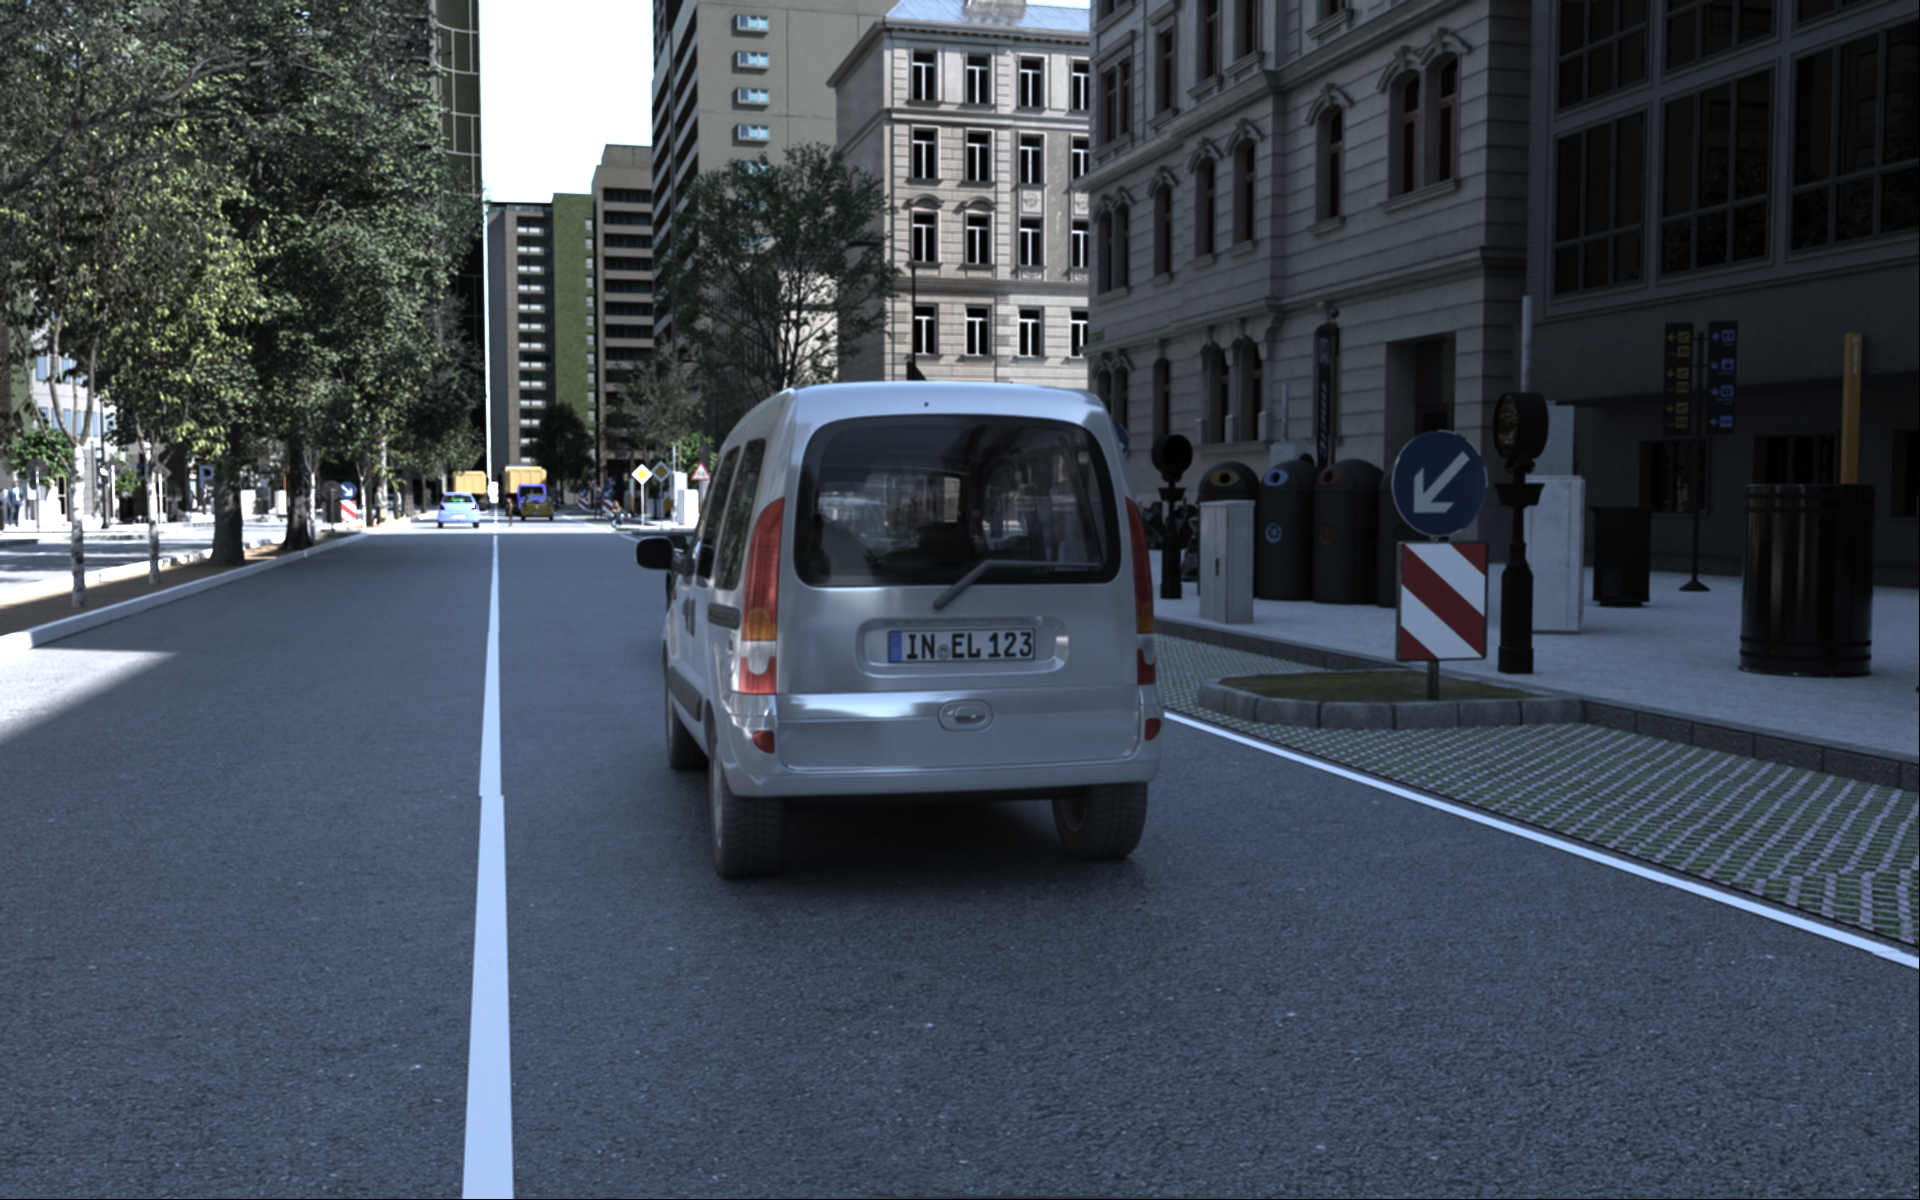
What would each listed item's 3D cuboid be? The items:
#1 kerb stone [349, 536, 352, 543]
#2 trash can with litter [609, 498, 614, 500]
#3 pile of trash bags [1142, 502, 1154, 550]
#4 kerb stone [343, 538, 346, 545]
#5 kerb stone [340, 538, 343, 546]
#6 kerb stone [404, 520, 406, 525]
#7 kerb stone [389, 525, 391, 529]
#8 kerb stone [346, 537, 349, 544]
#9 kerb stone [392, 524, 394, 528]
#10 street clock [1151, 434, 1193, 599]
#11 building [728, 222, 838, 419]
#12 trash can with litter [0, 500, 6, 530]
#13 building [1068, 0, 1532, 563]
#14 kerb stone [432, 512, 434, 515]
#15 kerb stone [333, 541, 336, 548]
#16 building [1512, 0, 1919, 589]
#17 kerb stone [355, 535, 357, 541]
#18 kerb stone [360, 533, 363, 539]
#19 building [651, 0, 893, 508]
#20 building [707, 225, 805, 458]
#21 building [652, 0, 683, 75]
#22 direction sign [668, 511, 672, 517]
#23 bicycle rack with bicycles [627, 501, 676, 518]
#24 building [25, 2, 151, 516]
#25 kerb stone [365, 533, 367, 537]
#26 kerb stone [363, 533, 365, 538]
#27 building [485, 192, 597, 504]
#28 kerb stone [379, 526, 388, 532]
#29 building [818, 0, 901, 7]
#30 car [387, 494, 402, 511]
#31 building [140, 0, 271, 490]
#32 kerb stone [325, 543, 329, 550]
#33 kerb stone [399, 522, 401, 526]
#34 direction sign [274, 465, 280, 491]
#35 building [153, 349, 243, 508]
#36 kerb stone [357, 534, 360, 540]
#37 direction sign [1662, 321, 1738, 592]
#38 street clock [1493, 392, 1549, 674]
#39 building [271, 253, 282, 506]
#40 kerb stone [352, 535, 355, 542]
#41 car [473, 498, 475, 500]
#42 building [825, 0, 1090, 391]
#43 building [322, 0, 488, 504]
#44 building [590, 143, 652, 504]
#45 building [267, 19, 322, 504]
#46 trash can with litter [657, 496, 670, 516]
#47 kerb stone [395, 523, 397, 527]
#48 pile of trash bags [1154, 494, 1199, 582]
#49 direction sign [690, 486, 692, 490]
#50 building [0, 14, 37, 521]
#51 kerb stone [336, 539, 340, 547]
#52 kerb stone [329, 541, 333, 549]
[{"bbox_3d":[-17.908,-1.731,50.493,0.120,0.150,1.000,-1,4,-15],"label":"kerb stone"},{"bbox_3d":[-23.453,-6.468,117.132,1.055,1.170,0.624,2,4,26],"label":"trash can with litter"},{"bbox_3d":[4.876,-1.863,40.209,1.912,1.369,3.447,-2,4,-32],"label":"pile of trash bags"},{"bbox_3d":[-17.374,-1.610,48.520,0.120,0.150,1.000,-1,4,-15],"label":"kerb stone"},{"bbox_3d":[-17.100,-1.550,47.535,0.120,0.150,1.000,-1,4,-15],"label":"kerb stone"},{"bbox_3d":[-25.731,-3.519,79.743,0.120,0.150,1.000,-1,4,-15],"label":"kerb stone"},{"bbox_3d":[-22.818,-2.854,68.851,0.120,0.150,1.000,-1,4,-15],"label":"kerb stone"},{"bbox_3d":[-17.633,-1.671,49.509,0.120,0.150,1.000,-1,4,-15],"label":"kerb stone"},{"bbox_3d":[-23.344,-2.970,70.827,0.120,0.150,1.000,-1,4,-15],"label":"kerb stone"},{"bbox_3d":[2.587,-1.015,21.172,0.471,2.002,0.358,-2,4,-31],"label":"street clock"},{"bbox_3d":[-9.061,-15.429,116.889,10.561,19.102,19.286,-1,4,-15],"label":"building"},{"bbox_3d":[-34.655,-3.106,62.173,0.624,1.170,1.055,-1,4,-17],"label":"trash can with litter"},{"bbox_3d":[12.658,-15.657,43.382,14.401,28.519,23.554,-1,4,-15],"label":"building"},{"bbox_3d":[-35.016,-5.638,114.404,0.120,0.150,1.000,-1,4,-15],"label":"kerb stone"},{"bbox_3d":[-16.576,-1.426,45.553,0.120,0.150,1.000,-1,4,-15],"label":"kerb stone"},{"bbox_3d":[19.118,-13.864,20.176,14.314,27.812,24.014,-1,4,-15],"label":"building"},{"bbox_3d":[-18.435,-1.846,52.472,0.120,0.150,1.000,-1,4,-15],"label":"kerb stone"},{"bbox_3d":[-18.959,-1.974,54.469,0.120,0.150,1.000,-1,4,-15],"label":"kerb stone"},{"bbox_3d":[-19.885,-33.906,178.071,21.300,48.544,21.600,-1,4,-15],"label":"building"},{"bbox_3d":[-13.698,-17.483,134.994,9.793,20.994,18.267,-1,4,-15],"label":"building"},{"bbox_3d":[-26.113,-46.526,198.947,20.563,71.187,20.611,-1,4,-15],"label":"building"},{"bbox_3d":[-16.586,-6.516,98.528,0.876,3.537,0.379,0,4,-5],"label":"direction sign"},{"bbox_3d":[-17.113,-5.032,95.647,2.852,0.926,2.925,-2,4,-33],"label":"bicycle rack with bicycles"},{"bbox_3d":[-62.923,-34.327,103.238,21.231,58.520,28.212,-1,4,-15],"label":"building"},{"bbox_3d":[-19.501,-2.092,56.450,0.120,0.150,1.000,-1,4,-15],"label":"kerb stone"},{"bbox_3d":[-19.235,-2.029,55.460,0.120,0.150,1.000,-1,4,-15],"label":"kerb stone"},{"bbox_3d":[-57.048,-33.769,235.713,14.086,41.232,14.154,-1,4,-15],"label":"building"},{"bbox_3d":[-22.287,-2.733,66.872,0.120,0.150,1.000,-1,4,-15],"label":"kerb stone"},{"bbox_3d":[-14.137,-32.635,157.288,21.300,48.544,21.600,-1,4,-15],"label":"building"},{"bbox_3d":[-42.907,-7.228,130.185,2.014,1.417,4.499,-1,4,-15],"label":"car"},{"bbox_3d":[-80.069,-33.301,168.174,21.300,48.544,21.600,-1,4,-15],"label":"building"},{"bbox_3d":[-16.043,-1.307,43.563,0.120,0.150,1.000,-1,4,-15],"label":"kerb stone"},{"bbox_3d":[-24.671,-3.278,75.783,0.120,0.150,1.000,-1,4,-15],"label":"kerb stone"},{"bbox_3d":[-52.503,-8.664,133.653,0.876,3.537,0.379,1,4,20],"label":"direction sign"},{"bbox_3d":[-76.469,-18.249,143.409,27.650,21.520,28.899,-1,4,-15],"label":"building"},{"bbox_3d":[-18.699,-1.913,53.473,0.120,0.150,1.000,-1,4,-15],"label":"kerb stone"},{"bbox_3d":[9.742,-1.888,22.870,0.876,3.537,0.379,1,4,23],"label":"direction sign"},{"bbox_3d":[3.987,-0.477,12.372,0.358,2.002,0.471,0,4,-4],"label":"street clock"},{"bbox_3d":[-81.860,-25.503,188.679,14.107,30.474,14.160,-1,4,-15],"label":"building"},{"bbox_3d":[-18.166,-1.791,51.486,0.120,0.150,1.000,-1,4,-15],"label":"kerb stone"},{"bbox_3d":[-37.235,-7.378,129.422,1.959,1.807,4.718,-1,4,-15],"label":"car"},{"bbox_3d":[6.783,-17.722,87.012,25.104,27.353,12.463,-1,4,-15],"label":"building"},{"bbox_3d":[-74.886,-48.645,233.590,20.611,71.187,20.563,-1,4,-15],"label":"building"},{"bbox_3d":[-40.882,-37.944,244.092,21.600,48.544,21.300,-1,4,-15],"label":"building"},{"bbox_3d":[-100.025,-55.905,226.716,31.000,86.520,22.319,-1,4,-15],"label":"building"},{"bbox_3d":[-17.494,-5.549,102.116,1.055,1.170,0.624,-1,4,-14],"label":"trash can with litter"},{"bbox_3d":[-23.874,-3.096,72.808,0.120,0.150,1.000,-1,4,-15],"label":"kerb stone"},{"bbox_3d":[4.850,-0.957,25.398,3.447,1.369,1.912,2,4,28],"label":"pile of trash bags"},{"bbox_3d":[-18.098,-7.616,116.514,0.876,3.537,0.379,0,4,5],"label":"direction sign"},{"bbox_3d":[-50.927,-18.683,77.167,14.160,30.474,14.107,-1,4,-15],"label":"building"},{"bbox_3d":[-16.848,-1.489,46.544,0.120,0.150,1.000,-1,4,-15],"label":"kerb stone"},{"bbox_3d":[-16.316,-1.368,44.560,0.120,0.150,1.000,-1,4,-15],"label":"kerb stone"}]
